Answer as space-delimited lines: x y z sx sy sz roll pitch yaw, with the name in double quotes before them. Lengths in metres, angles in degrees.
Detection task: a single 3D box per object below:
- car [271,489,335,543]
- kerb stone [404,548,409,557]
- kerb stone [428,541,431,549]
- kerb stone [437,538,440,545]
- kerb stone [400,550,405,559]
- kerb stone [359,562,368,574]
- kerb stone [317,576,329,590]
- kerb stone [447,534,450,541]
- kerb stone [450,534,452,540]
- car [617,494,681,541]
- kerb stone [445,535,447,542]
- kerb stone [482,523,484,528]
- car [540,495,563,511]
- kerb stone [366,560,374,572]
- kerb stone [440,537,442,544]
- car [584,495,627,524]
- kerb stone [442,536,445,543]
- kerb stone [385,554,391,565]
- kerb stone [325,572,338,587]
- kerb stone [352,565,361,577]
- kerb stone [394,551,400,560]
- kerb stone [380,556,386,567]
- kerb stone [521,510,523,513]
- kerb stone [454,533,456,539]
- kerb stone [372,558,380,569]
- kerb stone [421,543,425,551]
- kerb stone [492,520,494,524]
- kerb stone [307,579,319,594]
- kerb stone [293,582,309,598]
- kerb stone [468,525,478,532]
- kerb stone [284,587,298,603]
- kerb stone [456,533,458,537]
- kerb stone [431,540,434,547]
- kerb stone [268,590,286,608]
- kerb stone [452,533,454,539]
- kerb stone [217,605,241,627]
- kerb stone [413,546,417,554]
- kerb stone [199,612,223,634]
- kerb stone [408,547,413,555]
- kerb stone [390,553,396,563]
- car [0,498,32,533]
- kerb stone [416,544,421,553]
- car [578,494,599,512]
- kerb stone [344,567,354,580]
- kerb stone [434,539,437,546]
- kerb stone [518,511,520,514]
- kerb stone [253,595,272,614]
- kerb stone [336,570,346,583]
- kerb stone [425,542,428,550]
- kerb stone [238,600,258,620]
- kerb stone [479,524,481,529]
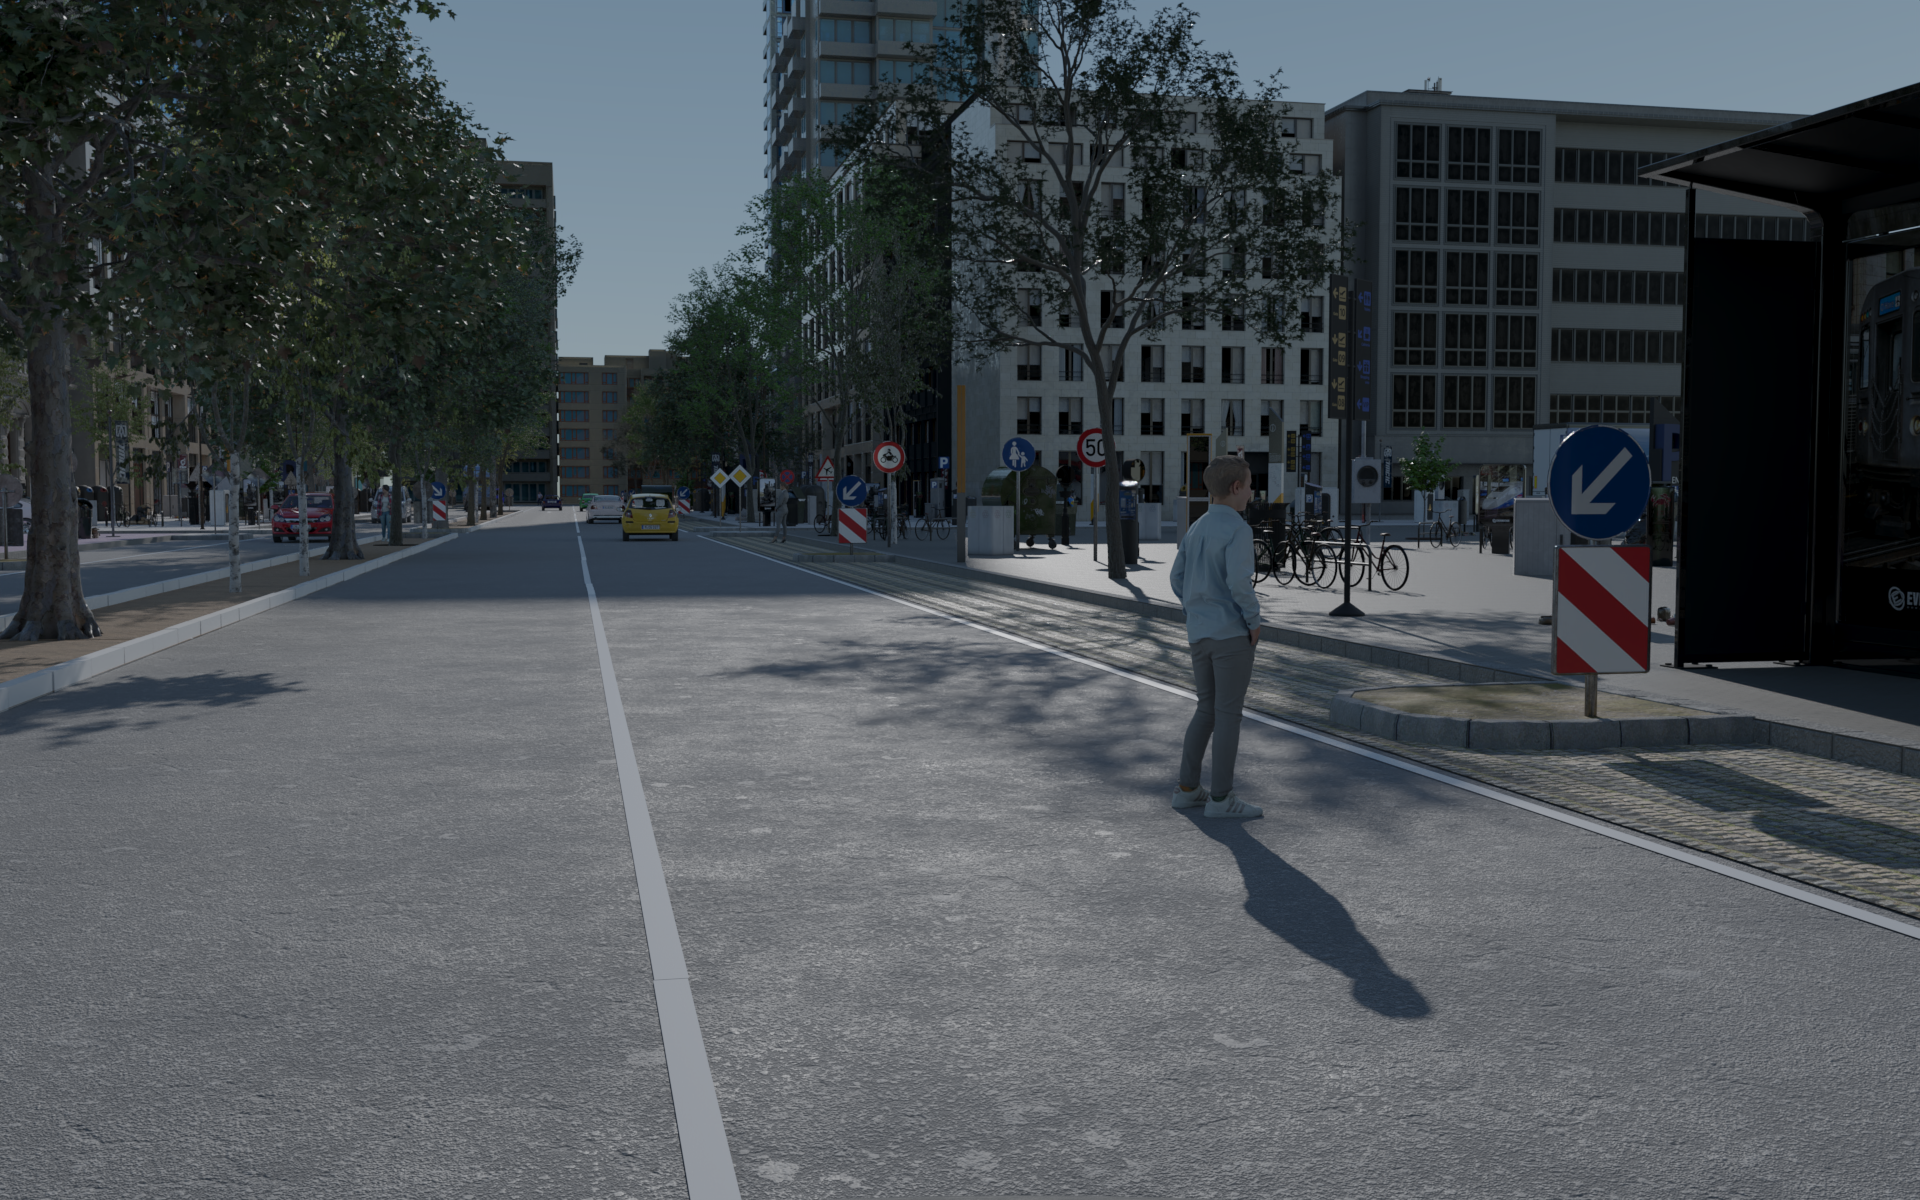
"car" -19.681 -2.660 52.535 2.155 1.783 4.494 -1 4 -13
"kerb stone" -12.572 -1.024 39.016 0.120 0.150 1.000 -1 4 -13
"kerb stone" -13.919 -1.396 45.014 0.120 0.150 1.000 -1 4 -13
"kerb stone" -14.595 -1.578 48.020 0.120 0.150 1.000 -1 4 -13
"kerb stone" -12.354 -0.967 38.009 0.120 0.150 1.000 -1 4 -13
"kerb stone" -10.774 -0.539 31.003 0.120 0.150 1.000 -1 4 -13
"kerb stone" -9.648 -0.227 26.000 0.120 0.150 1.000 -1 4 -13
"kerb stone" -15.494 -1.824 52.024 0.120 0.150 1.000 -1 4 -13
"kerb stone" -15.720 -1.885 53.021 0.120 0.150 1.000 -1 4 -13
"car" -9.684 -2.678 54.006 2.015 1.641 3.980 -1 4 -11
"kerb stone" -15.279 -1.761 51.025 0.120 0.150 1.000 -1 4 -13
"kerb stone" -19.872 -3.017 71.531 0.120 0.150 1.000 -1 4 -13
"car" -35.315 -8.395 149.832 1.945 1.354 3.894 -1 4 -14
"kerb stone" -10.993 -0.595 32.003 0.120 0.150 1.000 -1 4 -13
"kerb stone" -14.825 -1.641 49.026 0.120 0.150 1.000 -1 4 -13
"car" -17.314 -4.428 84.760 2.083 1.381 4.827 -1 4 -14
"kerb stone" -15.052 -1.697 50.023 0.120 0.150 1.000 -1 4 -13
"kerb stone" -11.666 -0.784 35.013 0.120 0.150 1.000 -1 4 -13
"kerb stone" -9.872 -0.294 27.009 0.120 0.150 1.000 -1 4 -13
"kerb stone" -10.543 -0.476 30.007 0.120 0.150 1.000 -1 4 -13
"kerb stone" -12.125 -0.905 37.014 0.120 0.150 1.000 -1 4 -13
"kerb stone" -11.444 -0.722 34.015 0.120 0.150 1.000 -1 4 -13
"kerb stone" -32.479 -6.444 127.561 0.120 0.150 1.000 -1 4 -13
"kerb stone" -16.173 -2.007 55.017 0.120 0.150 1.000 -1 4 -13
"kerb stone" -11.224 -0.661 33.013 0.120 0.150 1.000 -1 4 -13
"kerb stone" -13.466 -1.269 43.013 0.120 0.150 1.000 -1 4 -13
"kerb stone" -22.140 -3.630 81.548 0.120 0.150 1.000 -1 4 -13
"kerb stone" -9.425 -0.172 25.002 0.120 0.150 1.000 -1 4 -13
"kerb stone" -9.194 -0.107 24.007 0.120 0.150 1.000 -1 4 -13
"kerb stone" -18.984 -2.770 67.536 0.120 0.150 1.000 -1 4 -13
"kerb stone" -8.971 -0.040 23.010 0.120 0.150 1.000 -1 4 -13
"kerb stone" -16.390 -2.069 56.016 0.120 0.150 1.000 -1 4 -13
"kerb stone" -14.150 -1.457 46.022 0.120 0.150 1.000 -1 4 -13
"kerb stone" -8.746 0.011 22.012 0.120 0.150 1.000 -1 4 -13
"kerb stone" -15.948 -1.942 54.017 0.120 0.150 1.000 -1 4 -13
"kerb stone" -8.073 0.195 19.009 0.120 0.150 1.000 -1 4 -13
"kerb stone" -13.017 -1.150 41.013 0.120 0.150 1.000 -1 4 -13
"kerb stone" -7.852 0.256 18.012 0.120 0.150 1.000 -1 4 -13
"kerb stone" -12.797 -1.090 40.013 0.120 0.150 1.000 -1 4 -13
"kerb stone" -11.902 -0.844 36.007 0.120 0.150 1.000 -1 4 -13
"car" -32.280 -2.769 57.631 4.827 1.381 2.083 -1 4 -12
"kerb stone" -13.242 -1.212 42.015 0.120 0.150 1.000 -1 4 -13
"car" -30.662 -8.252 143.718 1.959 1.807 4.718 -1 4 -14
"kerb stone" -10.316 -0.417 29.007 0.120 0.150 1.000 -1 4 -13
"kerb stone" -14.374 -1.518 47.019 0.120 0.150 1.000 -1 4 -13
"kerb stone" -30.901 -6.015 120.541 0.120 0.150 1.000 -1 4 -13
"kerb stone" -8.523 0.073 21.006 0.120 0.150 1.000 -1 4 -13
"kerb stone" -10.102 -0.354 28.005 0.120 0.150 1.000 -1 4 -13
"kerb stone" -13.688 -1.327 44.010 0.120 0.150 1.000 -1 4 -13
"kerb stone" -8.294 0.134 20.007 0.120 0.150 1.000 -1 4 -13
"kerb stone" -19.429 -2.895 69.531 0.120 0.150 1.000 -1 4 -13
